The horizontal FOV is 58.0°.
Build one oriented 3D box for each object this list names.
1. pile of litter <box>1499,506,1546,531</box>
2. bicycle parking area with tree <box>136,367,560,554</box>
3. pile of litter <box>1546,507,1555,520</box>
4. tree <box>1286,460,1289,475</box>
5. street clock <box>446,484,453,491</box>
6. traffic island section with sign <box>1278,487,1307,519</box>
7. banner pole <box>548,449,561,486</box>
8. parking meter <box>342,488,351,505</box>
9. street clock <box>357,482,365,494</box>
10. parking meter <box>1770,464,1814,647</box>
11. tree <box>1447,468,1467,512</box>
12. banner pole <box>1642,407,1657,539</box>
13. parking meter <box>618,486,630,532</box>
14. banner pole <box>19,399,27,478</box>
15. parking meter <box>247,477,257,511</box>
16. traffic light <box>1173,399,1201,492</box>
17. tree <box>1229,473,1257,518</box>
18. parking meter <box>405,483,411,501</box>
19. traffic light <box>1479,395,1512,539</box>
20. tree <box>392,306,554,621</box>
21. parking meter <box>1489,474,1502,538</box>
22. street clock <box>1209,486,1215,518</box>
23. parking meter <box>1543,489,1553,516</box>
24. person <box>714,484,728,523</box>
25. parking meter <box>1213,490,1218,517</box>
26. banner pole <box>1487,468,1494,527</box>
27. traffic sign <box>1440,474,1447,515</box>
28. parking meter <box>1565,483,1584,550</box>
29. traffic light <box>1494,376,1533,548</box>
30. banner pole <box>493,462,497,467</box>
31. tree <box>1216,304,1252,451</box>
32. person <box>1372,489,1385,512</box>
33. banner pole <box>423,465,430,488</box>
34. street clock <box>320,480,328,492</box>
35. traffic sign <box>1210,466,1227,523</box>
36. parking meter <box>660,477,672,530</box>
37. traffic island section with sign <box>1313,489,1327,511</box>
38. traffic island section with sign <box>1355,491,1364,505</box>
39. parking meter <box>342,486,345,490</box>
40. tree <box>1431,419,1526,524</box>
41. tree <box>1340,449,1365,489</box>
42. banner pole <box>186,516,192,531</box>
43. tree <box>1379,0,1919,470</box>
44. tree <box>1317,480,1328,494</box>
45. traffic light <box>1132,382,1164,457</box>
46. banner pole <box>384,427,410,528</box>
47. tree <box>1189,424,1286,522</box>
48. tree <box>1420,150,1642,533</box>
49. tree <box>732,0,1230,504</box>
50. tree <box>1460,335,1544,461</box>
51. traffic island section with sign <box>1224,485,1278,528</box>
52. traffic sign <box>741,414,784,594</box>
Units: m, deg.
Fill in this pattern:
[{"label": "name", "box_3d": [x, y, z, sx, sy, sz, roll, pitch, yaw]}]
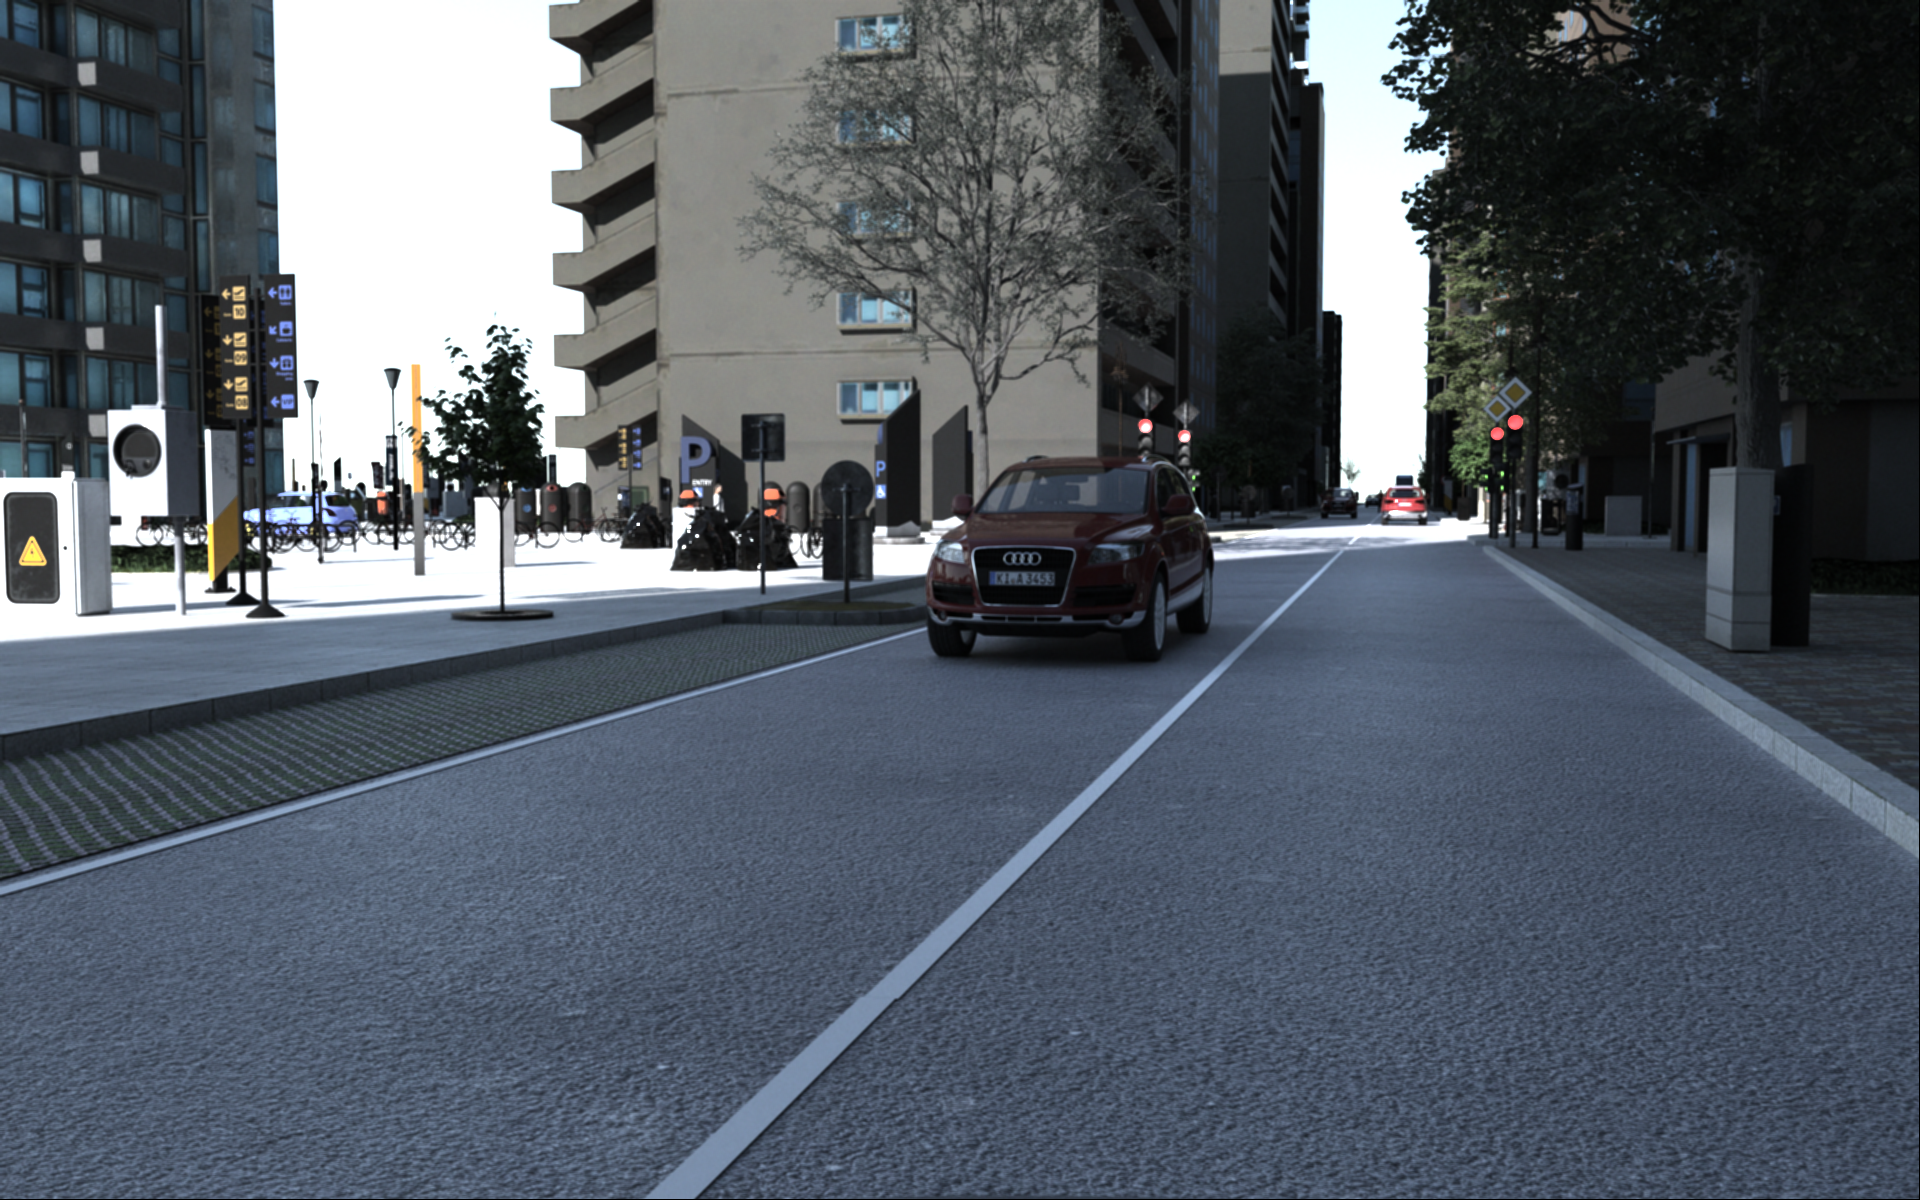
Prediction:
[{"label": "pile of litter", "box_3d": [19.589, -2.873, 60.944, 1.176, 0.858, 1.719, 0, 4, -5]}, {"label": "bicycle parking area with tree", "box_3d": [-14.689, -3.324, 41.356, 9.016, 4.147, 8.231, -2, 4, -27]}, {"label": "pile of litter", "box_3d": [22.004, -3.172, 65.825, 1.719, 0.858, 1.176, 1, 4, 10]}, {"label": "tree", "box_3d": [18.313, -7.449, 105.497, 4.285, 4.588, 4.351, 0, 3, 0]}, {"label": "street clock", "box_3d": [-37.320, -7.471, 126.726, 0.358, 2.002, 0.471, 3, 5, 43]}, {"label": "traffic island section with sign", "box_3d": [18.973, -5.569, 99.689, 1.989, 1.847, 2.006, 1, 4, 14]}, {"label": "banner pole", "box_3d": [-22.257, -6.444, 95.383, 0.863, 3.779, 0.401, -2, 4, -26]}, {"label": "parking meter", "box_3d": [-27.478, -4.228, 77.542, 0.372, 1.533, 0.369, 0, 3, 0]}, {"label": "street clock", "box_3d": [-35.149, -5.940, 101.690, 0.471, 2.002, 0.358, -1, 4, -21]}, {"label": "parking meter", "box_3d": [7.010, -0.383, 14.679, 0.372, 1.533, 0.369, 0, 3, 0]}, {"label": "tree", "box_3d": [35.034, -7.858, 123.078, 1.663, 3.219, 1.824, 0, 3, 0]}, {"label": "banner pole", "box_3d": [19.824, -3.645, 49.608, 0.401, 3.779, 0.863, 1, 4, 16]}, {"label": "parking meter", "box_3d": [-10.861, -2.911, 56.009, 0.372, 1.533, 0.369, 0, 3, 0]}, {"label": "banner pole", "box_3d": [-24.888, -3.430, 46.096, 0.401, 3.779, 0.863, -1, 4, -22]}, {"label": "parking meter", "box_3d": [-24.662, -3.343, 60.364, 0.255, 1.863, 0.399, -1, 4, -16]}, {"label": "traffic light", "box_3d": [6.686, -3.812, 51.248, 0.839, 4.253, 0.868, 1, 4, 14]}, {"label": "tree", "box_3d": [15.525, -6.138, 94.959, 1.663, 3.219, 1.824, 0, 3, 0]}, {"label": "parking meter", "box_3d": [-29.061, -5.213, 90.951, 0.399, 1.863, 0.255, -2, 4, -25]}, {"label": "traffic light", "box_3d": [15.181, -3.681, 49.108, 0.839, 4.253, 0.868, 1, 4, 14]}, {"label": "tree", "box_3d": [-4.743, -1.434, 18.049, 1.663, 3.219, 1.824, 0, 3, 0]}, {"label": "parking meter", "box_3d": [15.537, -2.731, 50.371, 0.255, 1.863, 0.399, 1, 4, 15]}, {"label": "street clock", "box_3d": [13.276, -5.294, 91.132, 0.471, 2.002, 0.358, 3, 4, 38]}, {"label": "parking meter", "box_3d": [23.643, -3.745, 69.634, 0.372, 1.533, 0.369, 0, 3, 0]}, {"label": "person", "box_3d": [-7.086, -2.532, 50.655, 0.466, 1.731, 0.760, 3, 5, 39]}, {"label": "parking meter", "box_3d": [13.664, -5.119, 92.108, 0.372, 1.533, 0.369, 0, 3, 0]}, {"label": "banner pole", "box_3d": [20.860, -4.754, 67.744, 0.401, 3.779, 0.863, 1, 4, 14]}, {"label": "traffic sign", "box_3d": [30.305, -6.597, 107.970, 0.768, 2.556, 0.104, 1, 4, 16]}, {"label": "parking meter", "box_3d": [14.036, -1.905, 39.553, 0.372, 1.533, 0.369, 0, 3, 0]}, {"label": "traffic light", "box_3d": [13.209, -3.208, 41.369, 0.839, 4.253, 0.868, 1, 4, 14]}, {"label": "banner pole", "box_3d": [-23.848, -5.976, 87.718, 0.863, 3.779, 0.401, -2, 4, -27]}, {"label": "tree", "box_3d": [20.199, -12.719, 114.610, 9.857, 13.997, 8.962, 0, 3, 0]}, {"label": "person", "box_3d": [32.756, -7.726, 134.839, 1.348, 1.822, 0.705, 1, 4, 16]}, {"label": "banner pole", "box_3d": [-27.403, -6.008, 88.255, 0.863, 3.779, 0.401, 0, 4, 1]}, {"label": "street clock", "box_3d": [-32.436, -5.125, 88.362, 0.358, 2.002, 0.471, 0, 4, 4]}, {"label": "traffic sign", "box_3d": [11.549, -4.727, 77.387, 0.768, 2.556, 0.104, 1, 4, 20]}, {"label": "parking meter", "box_3d": [-9.962, -3.243, 58.734, 0.399, 1.863, 0.255, -1, 4, -16]}, {"label": "traffic island section with sign", "box_3d": [31.084, -8.477, 147.227, 1.989, 1.847, 2.006, 1, 4, 14]}, {"label": "traffic island section with sign", "box_3d": [58.402, -15.037, 254.489, 1.989, 1.847, 2.006, 1, 4, 14]}, {"label": "parking meter", "box_3d": [-45.988, -7.536, 128.932, 0.399, 1.863, 0.255, -3, 4, -36]}, {"label": "tree", "box_3d": [22.506, -5.509, 73.788, 4.285, 4.588, 4.351, 0, 3, 0]}, {"label": "tree", "box_3d": [62.919, -20.103, 279.046, 4.360, 8.622, 3.978, 0, 3, 0]}, {"label": "banner pole", "box_3d": [-26.732, -4.280, 59.995, 0.401, 3.779, 0.863, -1, 4, -11]}, {"label": "tree", "box_3d": [8.987, -6.873, 19.023, 9.857, 13.997, 8.962, 0, 3, 0]}, {"label": "tree", "box_3d": [41.348, -12.563, 200.008, 1.663, 3.219, 1.824, 0, 3, 0]}, {"label": "traffic light", "box_3d": [4.714, -3.339, 43.509, 0.839, 4.253, 0.868, 1, 4, 14]}, {"label": "banner pole", "box_3d": [-21.038, -4.567, 64.694, 0.863, 3.779, 0.401, -2, 4, -31]}, {"label": "tree", "box_3d": [12.120, -5.952, 81.036, 4.285, 4.588, 4.351, 0, 3, 0]}, {"label": "tree", "box_3d": [19.081, -8.528, 57.568, 7.486, 12.596, 7.792, 0, 3, 0]}, {"label": "tree", "box_3d": [0.502, -7.695, 36.176, 12.009, 13.543, 11.850, 0, 3, 0]}, {"label": "tree", "box_3d": [25.231, -8.004, 81.233, 4.737, 8.622, 4.395, 0, 3, 0]}, {"label": "traffic island section with sign", "box_3d": [12.270, -3.963, 73.420, 1.989, 1.847, 2.006, 1, 4, 14]}, {"label": "traffic sign", "box_3d": [-2.521, -1.223, 22.126, 0.606, 2.300, 0.079, 1, 4, 20]}]
